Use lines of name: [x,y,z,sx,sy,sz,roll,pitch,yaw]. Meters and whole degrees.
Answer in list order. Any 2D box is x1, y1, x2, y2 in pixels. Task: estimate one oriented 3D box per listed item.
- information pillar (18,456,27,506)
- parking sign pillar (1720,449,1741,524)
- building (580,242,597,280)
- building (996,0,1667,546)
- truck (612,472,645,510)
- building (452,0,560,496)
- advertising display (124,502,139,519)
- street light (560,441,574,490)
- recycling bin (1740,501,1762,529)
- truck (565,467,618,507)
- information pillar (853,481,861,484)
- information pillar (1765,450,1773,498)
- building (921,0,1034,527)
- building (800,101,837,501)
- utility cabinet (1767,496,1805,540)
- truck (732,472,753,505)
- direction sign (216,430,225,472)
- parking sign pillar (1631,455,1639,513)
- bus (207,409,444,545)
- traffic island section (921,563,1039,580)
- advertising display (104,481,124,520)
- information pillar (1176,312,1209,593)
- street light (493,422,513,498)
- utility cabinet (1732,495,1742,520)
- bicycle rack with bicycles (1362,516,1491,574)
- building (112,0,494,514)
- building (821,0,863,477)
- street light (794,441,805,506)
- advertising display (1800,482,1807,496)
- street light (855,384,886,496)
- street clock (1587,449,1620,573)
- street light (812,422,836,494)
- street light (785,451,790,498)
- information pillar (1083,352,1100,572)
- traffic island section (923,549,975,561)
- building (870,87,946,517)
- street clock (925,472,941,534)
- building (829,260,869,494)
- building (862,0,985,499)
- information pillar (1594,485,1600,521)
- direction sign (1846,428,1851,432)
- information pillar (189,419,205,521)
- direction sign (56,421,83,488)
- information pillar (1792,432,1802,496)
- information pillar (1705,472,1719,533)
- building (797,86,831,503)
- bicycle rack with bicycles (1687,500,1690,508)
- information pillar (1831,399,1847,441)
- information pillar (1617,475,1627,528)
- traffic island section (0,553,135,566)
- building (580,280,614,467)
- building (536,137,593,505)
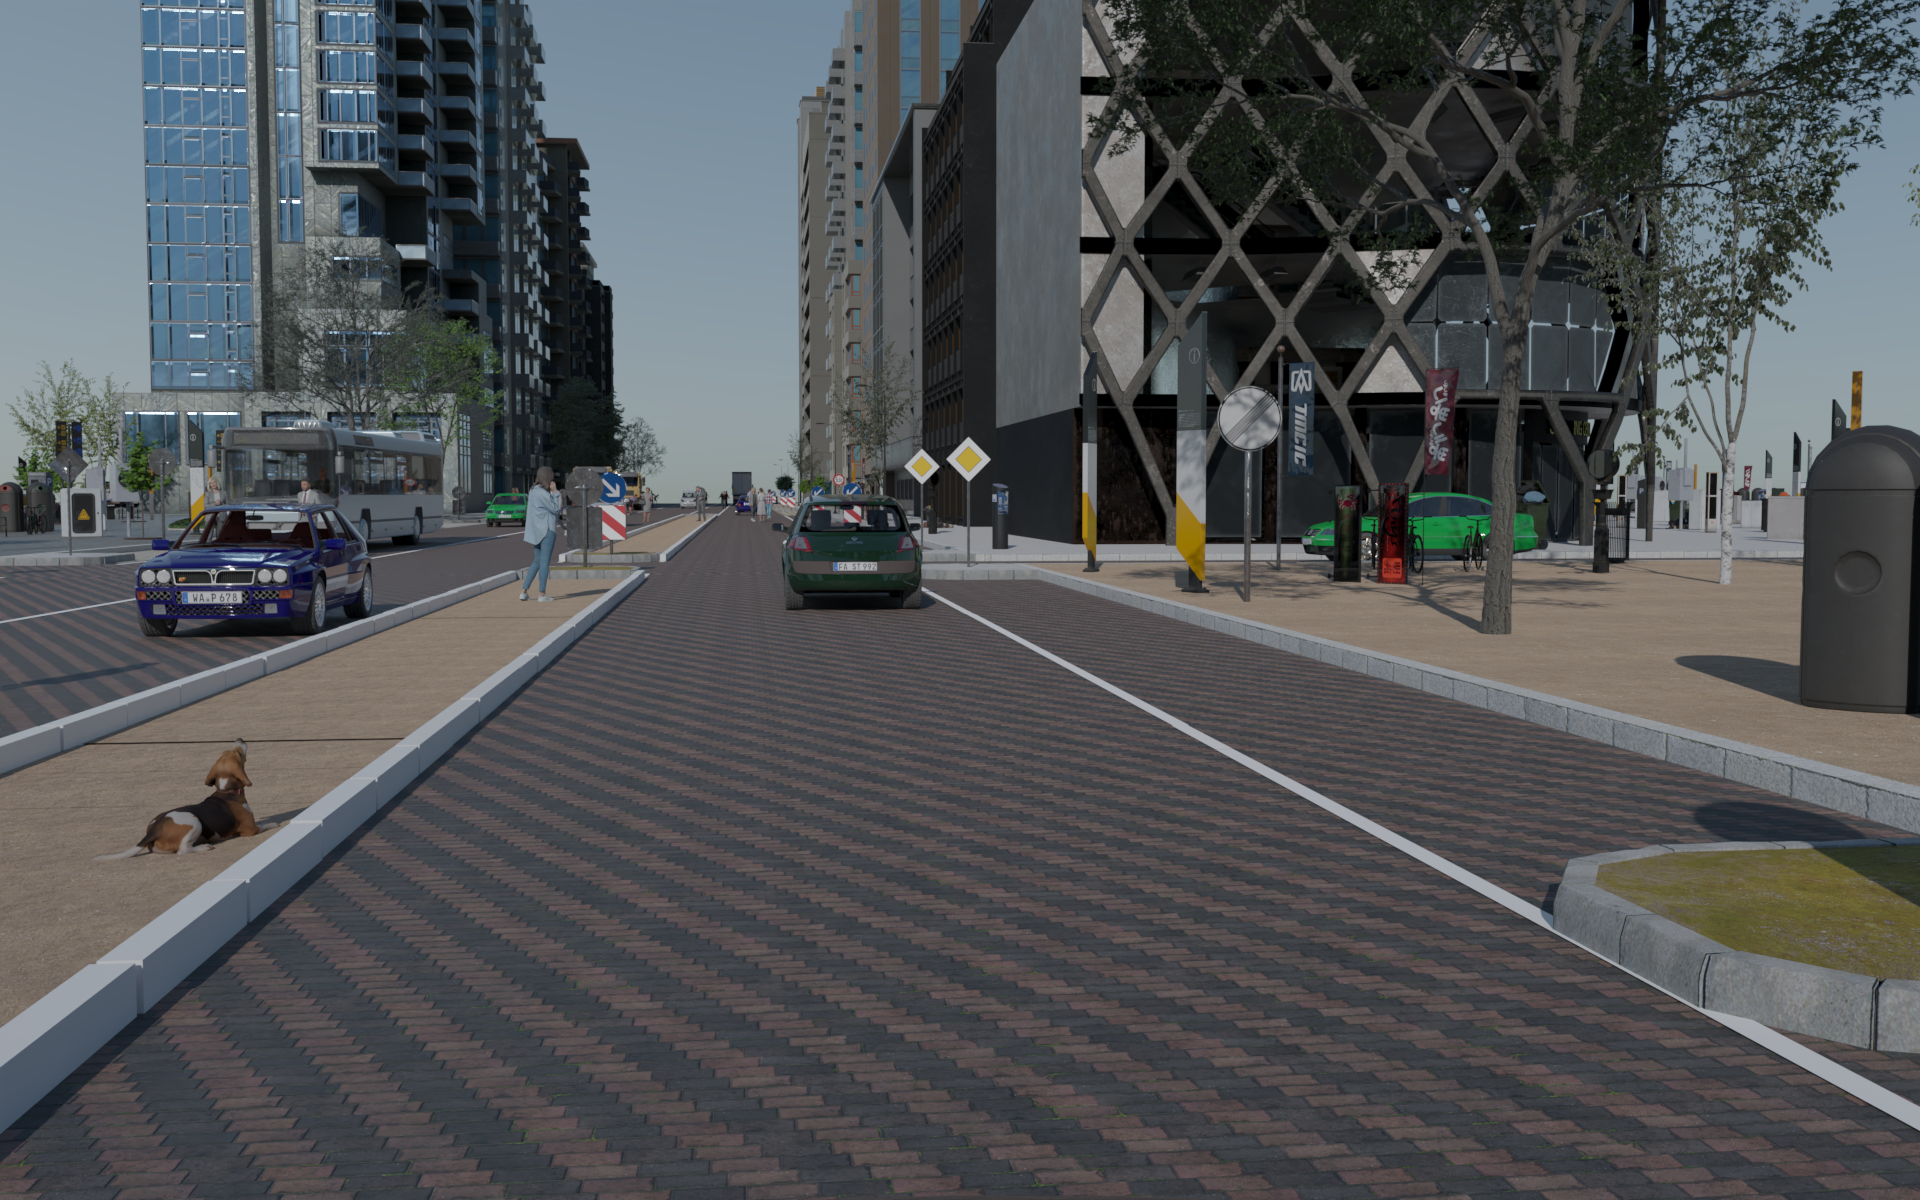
information pillar: [-57.465,-7.025,106.212,0.504,3.616,0.183,-3,5,-43]
parking sign pillar: [33.017,-5.257,74.425,1.447,3.967,1.447,2,4,27]
building: [-65.114,-33.963,247.172,32.217,40.220,23.993,0,4,-7]
building: [10.524,-11.135,49.504,16.811,18.784,16.820,0,4,-7]
truck: [-29.639,-9.664,153.922,3.469,3.379,9.791,-1,4,-9]
building: [-49.149,-32.758,155.195,23.786,49.044,30.456,0,4,-7]
advertising display: [-42.382,-5.088,88.405,0.123,1.923,0.974,2,4,30]
street light: [-34.241,-10.899,150.742,1.470,5.913,1.316,0,4,-7]
recycling bin: [29.683,-3.203,64.931,0.722,1.027,0.722,2,4,26]
truck: [-26.226,-7.866,124.539,3.469,3.379,9.791,0,4,-7]
information pillar: [-5.936,-5.828,99.786,0.304,2.012,0.304,2,4,30]
information pillar: [42.793,-6.138,91.712,0.504,3.616,0.183,-2,4,-30]
building: [5.270,-15.024,75.312,12.332,23.373,15.834,0,4,-7]
building: [-8.040,-35.940,211.317,21.300,48.544,21.600,0,4,-7]
utility cabinet: [23.449,-2.318,49.064,0.306,1.237,1.020,-3,5,-42]
truck: [-27.961,-14.280,222.385,2.839,4.237,11.283,0,4,-7]
direction sign: [-25.866,-4.245,61.395,0.876,3.537,0.379,-1,4,-13]
parking sign pillar: [46.082,-7.952,118.489,1.447,3.967,1.447,1,4,13]
bus: [-16.178,-3.087,45.332,2.948,3.499,13.247,0,4,-5]
traffic island section: [0.169,-0.497,30.413,2.009,0.180,2.903,0,4,-7]
advertising display: [-42.739,-5.010,87.128,0.123,1.923,0.974,3,4,36]
information pillar: [3.019,-1.906,22.525,0.183,3.616,0.504,-2,4,-35]
street light: [-29.585,-8.533,112.048,1.470,5.913,1.316,0,4,-7]
utility cabinet: [36.505,-4.336,82.049,0.306,1.237,1.020,-2,4,-23]
bicycle rack with bicycles: [7.891,-0.953,28.971,2.852,0.926,2.925,1,4,18]
building: [-45.165,-49.529,122.477,22.319,86.520,31.000,0,4,-7]
building: [-1.899,-33.820,172.568,23.786,49.044,30.456,0,4,-7]
street light: [-13.389,-10.879,150.410,1.470,5.913,1.316,0,4,-7]
advertising display: [46.194,-5.456,94.425,0.974,1.923,0.123,0,4,-7]
street light: [-3.719,-6.157,73.210,1.470,5.913,1.316,0,4,-7]
street clock: [10.435,-1.442,28.142,0.358,2.002,0.471,-2,4,-33]
street light: [-8.650,-8.558,112.459,1.470,5.913,1.316,0,4,-7]
street light: [-18.136,-13.228,188.815,1.470,5.913,1.316,0,4,-7]
information pillar: [2.131,-2.264,28.377,0.183,3.616,0.504,1,4,23]
traffic island section: [-0.820,-0.982,38.337,2.009,0.180,2.903,0,4,-7]
building: [2.996,-17.131,99.161,14.314,24.678,30.058,0,4,-7]
street clock: [-0.875,-3.181,56.577,0.471,2.002,0.358,-3,5,-41]
building: [3.697,-18.291,144.094,27.650,21.520,28.899,0,4,-7]
building: [0.577,-28.819,121.303,14.600,45.320,14.200,0,4,-7]
information pillar: [28.811,-5.332,78.540,0.504,3.616,0.183,0,4,-4]
direction sign: [30.684,-4.119,59.348,0.876,3.537,0.379,-1,4,-10]
information pillar: [-23.961,-3.856,54.406,0.504,3.616,0.183,1,4,14]
direction sign: [-27.778,-3.798,54.088,0.379,3.537,0.876,2,4,26]
information pillar: [31.342,-4.499,64.911,0.183,3.616,0.504,0,3,0]
information pillar: [24.912,-3.237,57.417,0.304,2.012,0.304,0,4,5]
building: [-13.537,-43.802,258.162,21.231,58.520,28.212,0,4,-7]
bicycle rack with bicycles: [48.937,-6.296,116.320,2.852,0.926,2.925,-1,4,-17]
information pillar: [21.684,-3.148,42.817,0.504,3.616,0.183,-2,4,-30]
information pillar: [25.104,-3.745,65.719,0.304,2.012,0.304,1,4,15]
traffic island section: [-18.575,-0.847,36.133,2.009,0.180,2.903,0,4,-7]
building: [-53.525,-28.014,229.737,14.160,30.474,14.107,0,4,-7]
building: [-55.948,-33.801,207.276,22.147,44.769,28.867,0,4,-7]
